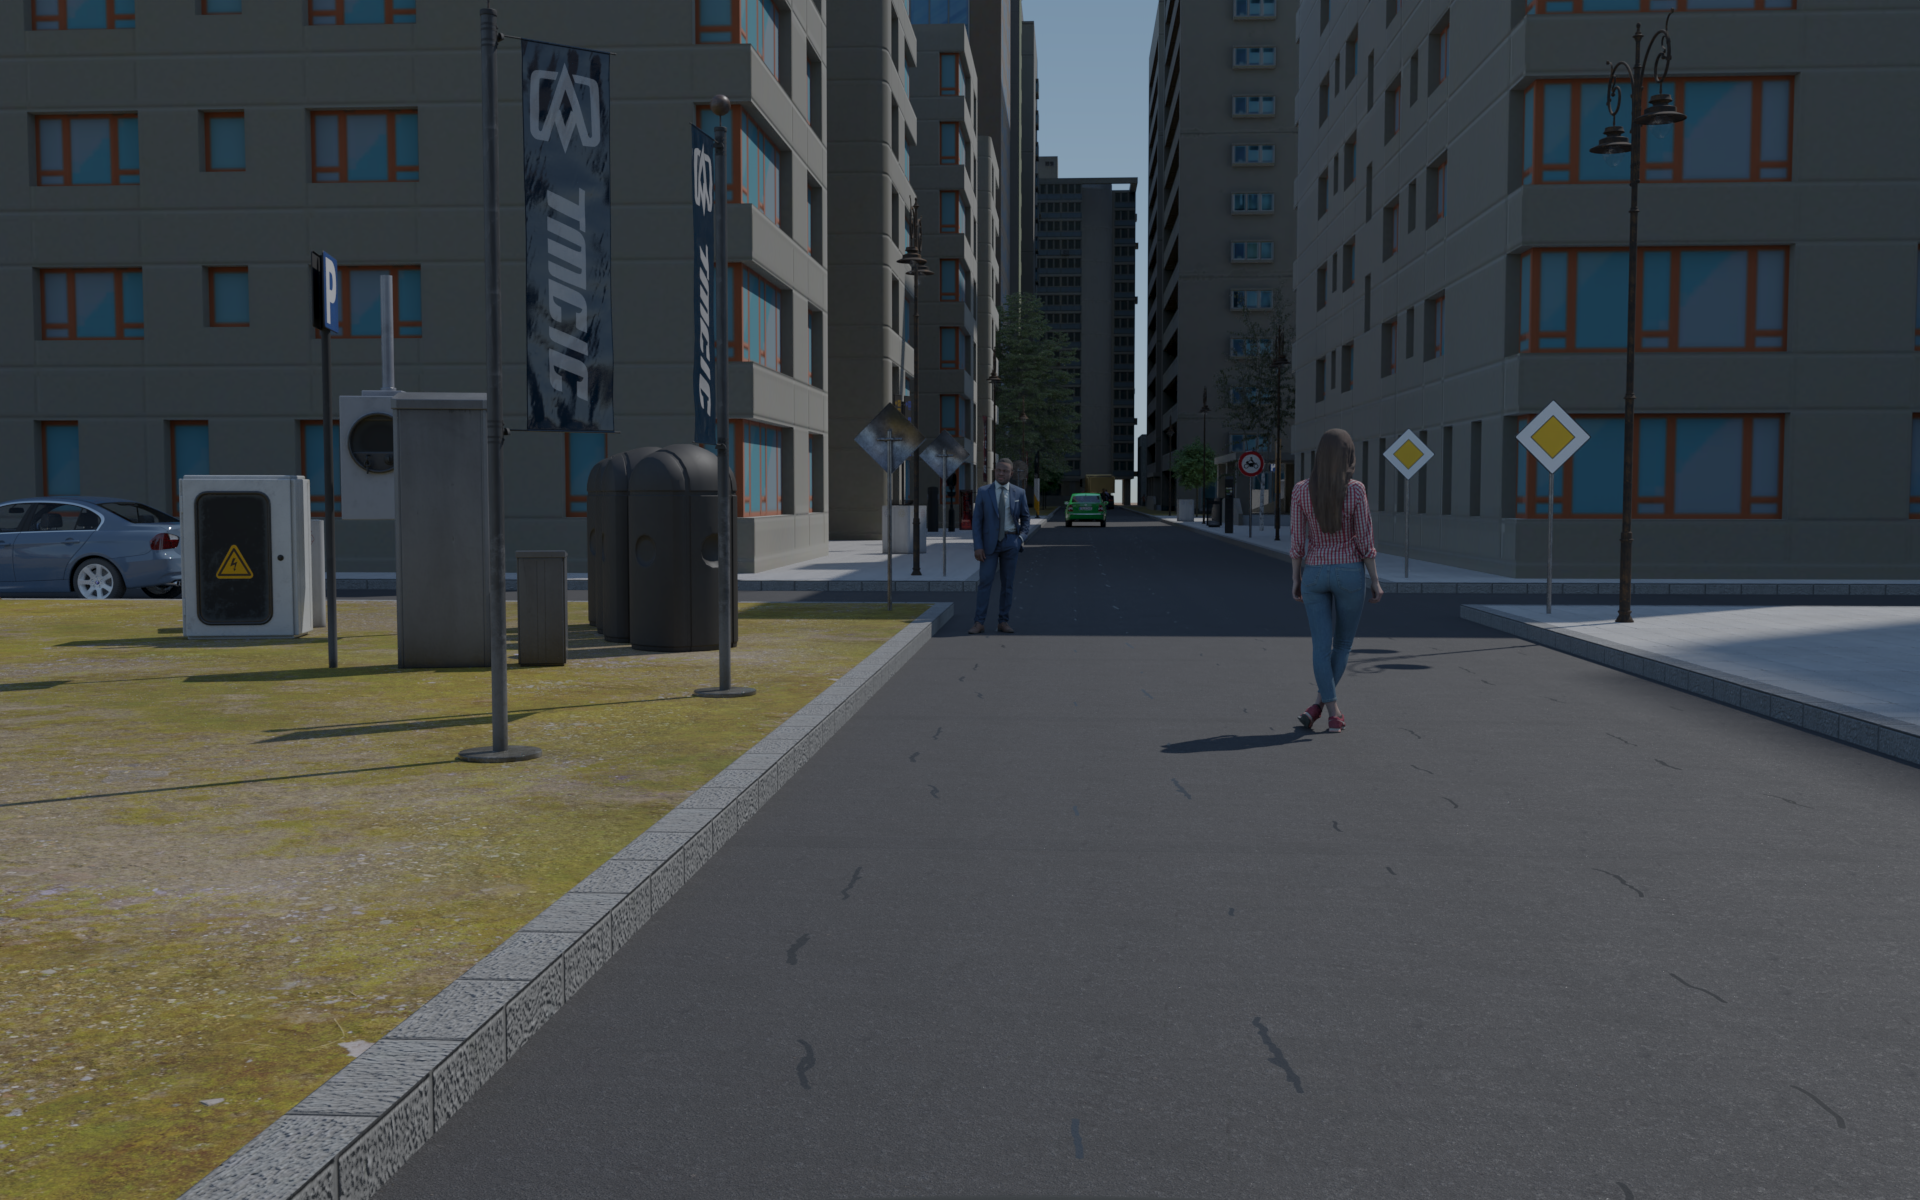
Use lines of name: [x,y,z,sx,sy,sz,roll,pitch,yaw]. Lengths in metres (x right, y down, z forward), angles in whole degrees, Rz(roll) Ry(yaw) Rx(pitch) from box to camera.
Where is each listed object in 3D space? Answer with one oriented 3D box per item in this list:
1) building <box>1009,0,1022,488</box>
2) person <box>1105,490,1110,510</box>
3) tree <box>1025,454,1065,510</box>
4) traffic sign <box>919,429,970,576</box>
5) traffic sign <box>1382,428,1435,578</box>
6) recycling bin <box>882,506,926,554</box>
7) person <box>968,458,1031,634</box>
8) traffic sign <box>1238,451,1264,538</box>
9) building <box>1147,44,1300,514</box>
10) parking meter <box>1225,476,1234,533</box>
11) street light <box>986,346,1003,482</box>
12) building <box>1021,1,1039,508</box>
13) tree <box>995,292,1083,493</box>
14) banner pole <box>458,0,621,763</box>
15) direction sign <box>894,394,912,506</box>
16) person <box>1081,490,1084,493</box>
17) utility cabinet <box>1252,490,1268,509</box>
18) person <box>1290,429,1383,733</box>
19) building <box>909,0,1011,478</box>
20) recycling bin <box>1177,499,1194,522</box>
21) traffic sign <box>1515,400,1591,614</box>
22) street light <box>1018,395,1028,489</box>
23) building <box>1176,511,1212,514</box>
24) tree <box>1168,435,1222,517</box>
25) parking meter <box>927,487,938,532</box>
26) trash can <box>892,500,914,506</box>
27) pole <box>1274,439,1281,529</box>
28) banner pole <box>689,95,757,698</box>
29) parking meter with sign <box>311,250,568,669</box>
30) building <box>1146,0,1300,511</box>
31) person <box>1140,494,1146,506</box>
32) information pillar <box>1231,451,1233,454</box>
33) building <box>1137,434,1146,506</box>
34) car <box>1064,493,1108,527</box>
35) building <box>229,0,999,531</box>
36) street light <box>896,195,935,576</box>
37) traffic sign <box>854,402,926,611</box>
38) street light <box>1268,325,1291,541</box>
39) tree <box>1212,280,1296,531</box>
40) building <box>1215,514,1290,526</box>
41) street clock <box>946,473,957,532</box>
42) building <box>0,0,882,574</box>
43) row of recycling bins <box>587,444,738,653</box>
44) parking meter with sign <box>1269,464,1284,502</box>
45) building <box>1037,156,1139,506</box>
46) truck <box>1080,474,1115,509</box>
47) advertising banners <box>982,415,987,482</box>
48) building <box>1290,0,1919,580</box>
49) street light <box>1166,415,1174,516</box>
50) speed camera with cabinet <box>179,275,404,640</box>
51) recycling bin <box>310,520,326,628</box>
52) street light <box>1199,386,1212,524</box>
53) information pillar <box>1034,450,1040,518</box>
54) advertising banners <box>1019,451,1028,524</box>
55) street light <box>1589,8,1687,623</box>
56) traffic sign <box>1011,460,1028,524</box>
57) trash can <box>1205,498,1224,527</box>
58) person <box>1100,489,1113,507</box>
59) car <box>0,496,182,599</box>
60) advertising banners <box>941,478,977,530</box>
building: [-2.868,-26.888,123.206,14.154,41.232,14.086,0,4,4]
person: [13.133,-8.974,155.094,0.709,1.838,0.599,2,4,29]
tree: [7.521,-10.237,151.083,4.285,4.588,4.351,0,3,0]
traffic sign: [-0.240,-1.426,26.962,0.795,2.450,0.064,0,4,4]
traffic sign: [6.837,-1.396,26.474,0.795,2.450,0.064,0,4,4]
recycling bin: [-1.202,-1.521,37.415,0.722,1.027,0.722,2,4,33]
person: [0.391,-0.567,17.951,0.721,1.800,0.419,-1,4,-15]
traffic sign: [8.557,-3.111,50.973,0.768,2.556,0.104,0,4,5]
building: [31.836,-27.494,141.412,32.217,40.220,23.993,0,4,4]
parking meter: [8.784,-3.107,56.503,0.255,1.863,0.399,1,4,14]
street light: [1.085,-4.992,54.412,0.468,5.910,1.993,0,4,4]
building: [-3.333,-33.203,166.572,21.600,48.544,21.300,0,4,4]
tree: [3.125,-10.996,97.914,7.486,12.596,7.792,0,3,0]
banner pole: [-2.058,-1.129,8.476,0.863,3.779,0.401,-3,4,-37]
direction sign: [-1.313,-2.921,39.760,0.379,3.537,0.876,2,4,24]
person: [8.583,-6.858,121.562,0.756,1.711,0.436,-2,4,-31]
utility cabinet: [15.501,-5.001,90.444,1.173,1.500,0.318,-1,4,-18]
person: [2.270,-0.119,10.448,0.555,1.821,0.388,1,4,10]
building: [-4.012,-28.067,109.010,14.600,45.320,14.200,0,4,4]
recycling bin: [10.561,-4.194,81.121,0.722,1.027,0.722,0,4,-2]
traffic sign: [6.309,-0.909,18.506,0.795,2.450,0.064,0,4,4]
street light: [2.966,-6.623,81.081,0.468,5.910,1.993,0,4,4]
building: [25.143,-30.264,118.521,21.300,48.544,21.600,0,4,4]
tree: [13.089,-6.880,96.200,4.285,4.588,4.351,0,3,0]
parking meter: [-0.916,-3.075,58.686,0.372,1.533,0.369,0,3,0]
trash can: [-1.500,-1.989,44.179,0.748,1.137,0.748,0,3,0]
pole: [11.739,-4.289,63.972,0.158,3.312,0.155,0,3,0]
banner pole: [-1.536,-1.268,10.746,0.401,3.779,0.863,0,4,8]
parking meter with sign: [-3.817,-1.014,12.845,1.738,3.016,0.543,-1,4,-10]
building: [28.914,-33.055,164.154,21.300,48.544,21.600,0,4,4]
person: [19.408,-10.444,182.517,1.065,1.426,0.557,-2,4,-32]
information pillar: [14.857,-6.251,93.552,0.504,3.616,0.183,1,4,12]
building: [35.687,-53.872,193.483,31.000,86.520,22.319,0,4,4]
car: [5.571,-4.143,76.540,1.959,1.807,4.718,0,4,5]
building: [-12.680,-14.325,79.247,27.650,21.520,28.899,0,4,4]
street light: [-0.688,-3.326,27.163,0.468,5.910,1.993,0,4,4]
traffic sign: [-0.769,-0.939,18.994,0.795,2.450,0.064,0,4,4]
street light: [8.757,-4.577,47.616,0.468,5.910,1.993,0,4,4]
tree: [10.595,-6.736,60.492,4.360,8.622,3.978,0,3,0]
building: [27.843,-23.432,75.002,32.217,40.220,23.993,0,4,4]
street clock: [-0.286,-3.318,58.813,0.358,2.002,0.471,1,4,18]
building: [-16.151,-12.081,42.566,27.650,21.520,28.899,0,4,4]
row of recycling bins: [-2.783,-0.521,15.638,1.069,1.692,3.534,-1,4,-19]
parking meter with sign: [17.049,-5.778,90.729,0.543,3.016,1.738,-3,5,-44]
building: [8.596,-31.194,201.908,23.993,40.220,32.217,0,4,4]
truck: [13.374,-10.433,166.503,3.469,3.379,9.791,0,4,2]
advertising banners: [0.699,-2.643,39.401,0.090,3.025,2.074,1,4,11]
building: [23.756,-11.828,38.427,28.899,21.520,27.650,0,4,4]
street light: [12.262,-7.844,101.038,0.468,5.910,1.993,0,4,4]
speed camera with cabinet: [-5.851,-1.294,15.496,2.038,3.252,0.660,0,4,-7]
recycling bin: [-6.569,-0.259,16.791,0.722,1.027,0.722,-2,4,-25]
street light: [10.460,-6.198,74.128,0.468,5.910,1.993,0,4,4]
information pillar: [4.097,-6.168,92.202,0.183,3.616,0.504,-1,4,-22]
advertising banners: [2.618,-4.582,71.106,0.090,3.025,2.074,0,4,-6]
street light: [6.650,-2.714,17.154,0.468,5.910,1.993,0,4,4]
traffic sign: [2.185,-3.985,65.259,0.768,2.556,0.104,1,4,13]
trash can: [9.804,-3.371,66.765,0.748,1.137,0.748,0,3,0]
person: [10.071,-6.902,121.371,1.348,1.821,0.705,-1,4,-23]
car: [-12.204,-0.673,23.009,4.499,1.417,2.014,0,4,5]
advertising banners: [0.244,-3.997,61.540,2.074,3.025,0.090,0,4,-1]
